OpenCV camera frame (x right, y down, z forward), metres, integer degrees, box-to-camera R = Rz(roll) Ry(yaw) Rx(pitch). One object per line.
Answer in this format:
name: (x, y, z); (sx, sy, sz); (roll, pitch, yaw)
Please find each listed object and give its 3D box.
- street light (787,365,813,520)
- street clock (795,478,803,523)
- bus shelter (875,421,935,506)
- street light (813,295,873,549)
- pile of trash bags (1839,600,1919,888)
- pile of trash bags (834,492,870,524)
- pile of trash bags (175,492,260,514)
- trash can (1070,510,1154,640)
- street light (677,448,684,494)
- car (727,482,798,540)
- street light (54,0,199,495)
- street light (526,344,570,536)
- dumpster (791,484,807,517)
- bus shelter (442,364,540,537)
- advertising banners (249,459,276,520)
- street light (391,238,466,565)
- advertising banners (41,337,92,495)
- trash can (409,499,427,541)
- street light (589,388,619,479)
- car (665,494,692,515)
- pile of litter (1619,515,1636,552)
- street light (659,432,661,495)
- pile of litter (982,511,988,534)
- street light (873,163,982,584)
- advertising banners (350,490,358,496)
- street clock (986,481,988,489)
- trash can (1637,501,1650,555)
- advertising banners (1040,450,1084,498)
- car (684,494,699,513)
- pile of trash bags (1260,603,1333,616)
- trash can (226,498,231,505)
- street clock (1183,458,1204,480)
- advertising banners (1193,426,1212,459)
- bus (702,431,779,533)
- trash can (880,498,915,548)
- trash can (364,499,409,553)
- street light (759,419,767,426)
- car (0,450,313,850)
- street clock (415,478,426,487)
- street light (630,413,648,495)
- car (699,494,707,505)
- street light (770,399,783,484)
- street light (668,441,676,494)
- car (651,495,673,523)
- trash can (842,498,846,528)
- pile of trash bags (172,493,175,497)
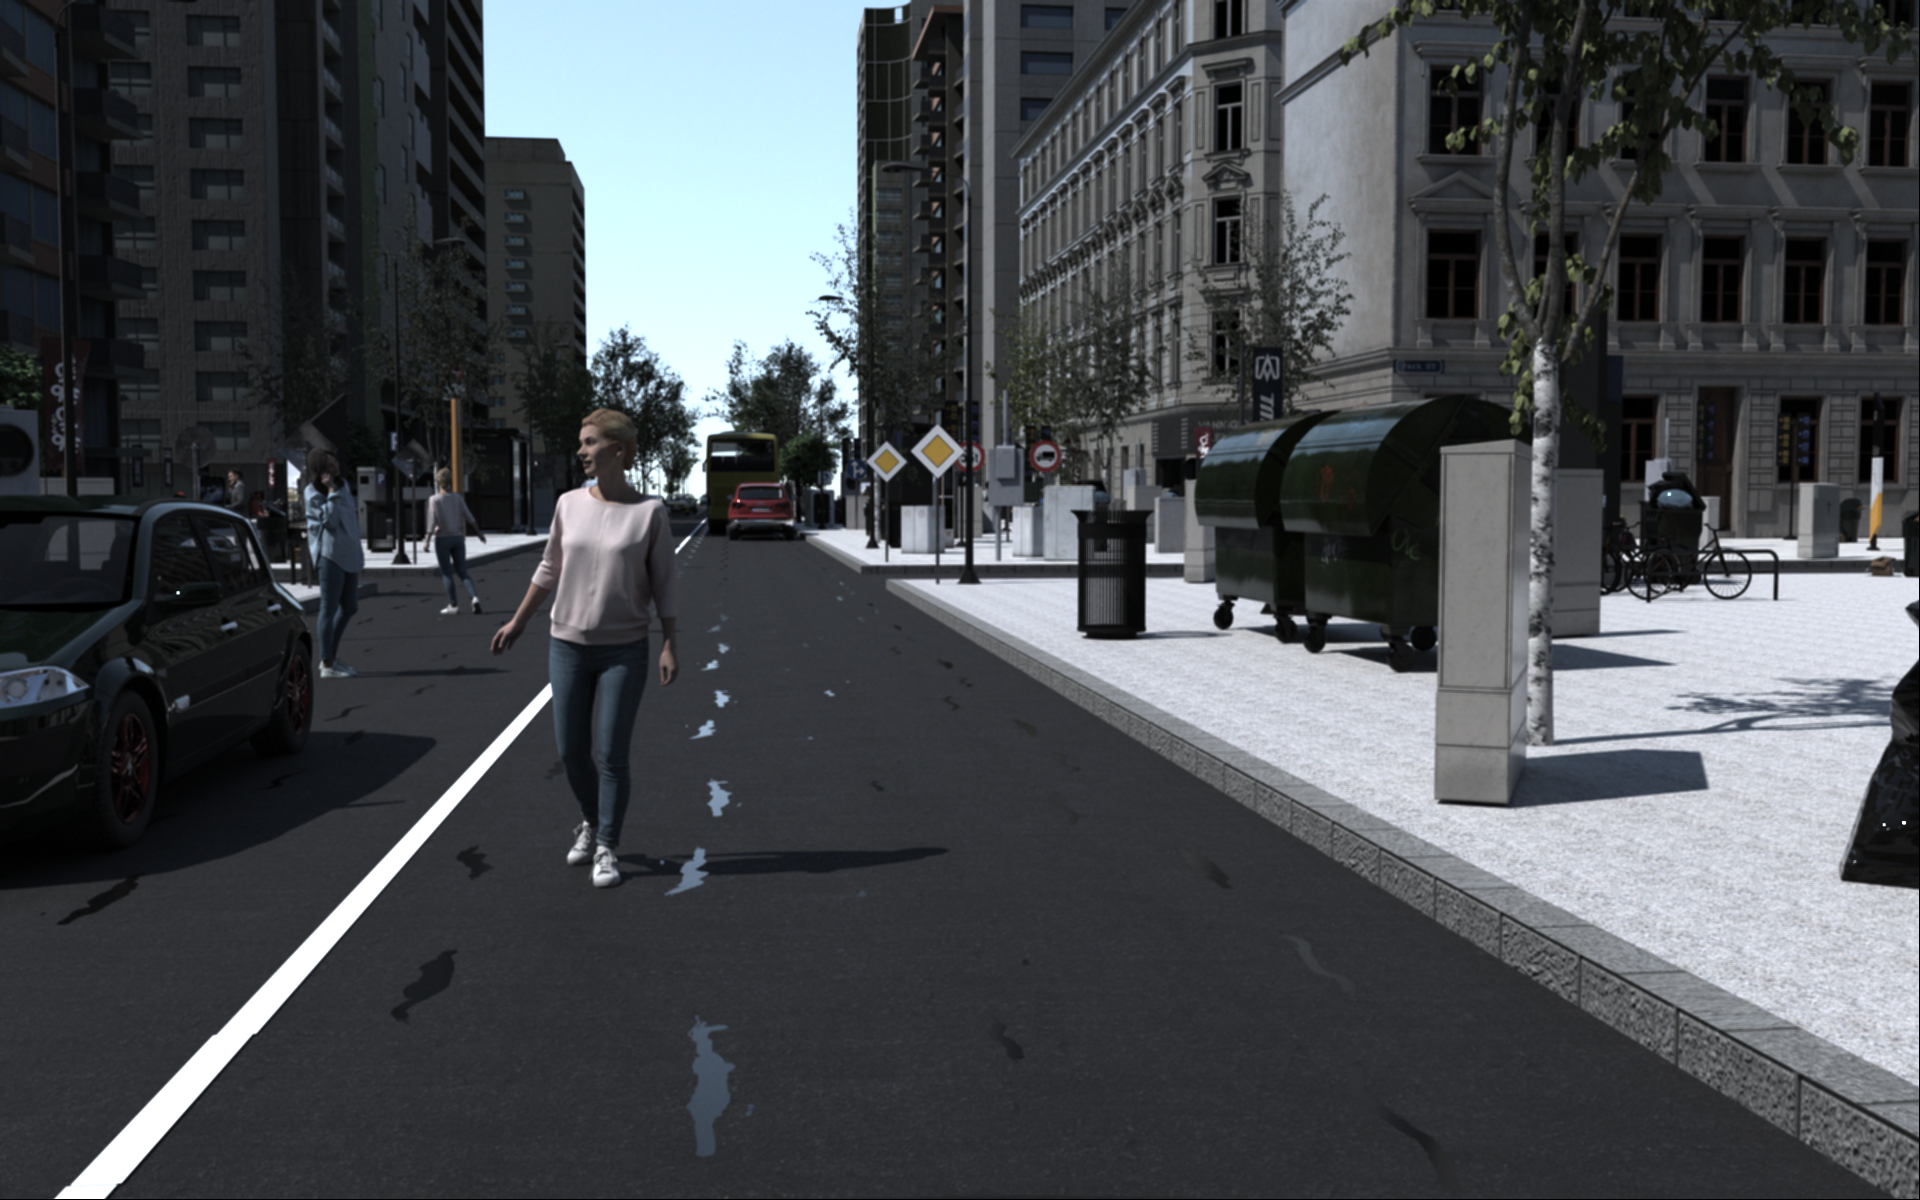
street light: (-5.544, -5.512, 62.655); (1.470, 5.913, 1.316); (0, 4, -8)
street clock: (-7.121, -4.405, 76.599); (0.358, 2.002, 0.471); (0, 4, 8)
bus shelter: (-1.853, -4.055, 57.576); (1.731, 3.624, 6.357); (0, 4, -8)
street light: (-2.604, -4.166, 40.647); (1.470, 5.913, 1.316); (0, 4, -8)
pile of trash bags: (4.397, 0.290, 5.006); (1.912, 1.369, 3.447); (-2, 4, -29)
pile of trash bags: (-4.584, -4.017, 75.425); (1.912, 1.369, 3.447); (1, 4, 20)
pile of trash bags: (-29.423, -3.664, 69.665); (1.912, 1.369, 3.447); (1, 4, 17)
trash can: (1.355, -0.232, 15.454); (0.748, 1.137, 0.748); (0, 3, 0)
street light: (-28.749, -12.311, 173.820); (1.470, 5.913, 1.316); (0, 4, -8)
car: (-6.327, -2.857, 55.381); (2.281, 1.827, 5.304); (0, 4, -6)
street light: (-7.659, -2.654, 15.941); (1.470, 5.913, 1.316); (0, 4, -8)
street light: (-12.725, -4.954, 53.533); (1.470, 5.913, 1.316); (0, 4, -8)
dumpster: (-8.955, -5.442, 94.737); (1.264, 1.857, 1.865); (0, 4, -8)
bus shelter: (-15.222, -4.805, 56.193); (2.179, 5.291, 8.768); (0, 4, -8)
advertising banners: (-34.746, -5.488, 85.910); (2.074, 3.025, 0.090); (1, 4, 17)
street light: (-9.671, -3.609, 31.540); (1.470, 5.913, 1.316); (0, 4, -8)
advertising banners: (-10.582, -1.394, 18.984); (2.074, 3.025, 0.090); (-3, 5, -43)
trash can: (-14.947, -2.185, 47.377); (0.748, 1.137, 0.748); (0, 3, 0)
street light: (-15.686, -6.337, 76.152); (1.470, 5.913, 1.316); (0, 4, -8)
car: (-19.217, -6.555, 117.394); (2.015, 1.641, 3.980); (-1, 4, -9)
pile of litter: (14.410, -1.514, 38.724); (1.719, 0.858, 1.176); (-2, 4, -24)
street light: (-22.809, -9.583, 129.224); (1.470, 5.913, 1.316); (0, 4, -8)
pile of litter: (0.307, -2.613, 56.684); (1.176, 0.858, 1.719); (0, 4, -4)
street light: (-0.404, -3.181, 24.544); (1.470, 5.913, 1.316); (0, 4, -8)
advertising banners: (-22.170, -4.093, 63.112); (2.074, 3.025, 0.090); (-2, 4, -29)
street clock: (1.647, -5.532, 95.022); (0.471, 2.002, 0.358); (3, 5, 41)
trash can: (14.761, -1.536, 36.767); (0.748, 1.137, 0.748); (0, 3, 0)
advertising banners: (3.930, -4.395, 68.052); (2.074, 3.025, 0.090); (-1, 4, -21)
car: (-20.740, -7.255, 130.422); (2.131, 1.459, 4.920); (0, 4, -7)
pile of trash bags: (4.706, -0.598, 19.535); (1.912, 1.369, 3.447); (2, 4, 28)
trash can: (-27.730, -3.278, 65.253); (0.748, 1.137, 0.748); (0, 3, 0)
street clock: (4.707, -1.836, 34.596); (0.471, 2.002, 0.358); (3, 5, 43)
advertising banners: (6.911, -2.937, 44.213); (2.074, 3.025, 0.090); (2, 4, 30)
bus: (-8.454, -4.585, 66.512); (2.896, 3.916, 12.252); (-1, 4, -8)
trash can: (-1.437, -1.812, 41.284); (0.748, 1.137, 0.748); (0, 3, 0)
trash can: (-12.723, -1.616, 38.082); (0.748, 1.137, 0.748); (0, 3, 0)
street light: (-11.512, -8.221, 106.952); (1.470, 5.913, 1.316); (0, 4, -8)
car: (-4.335, 0.102, 8.117); (2.009, 1.686, 4.222); (0, 4, -7)
street clock: (-24.328, -4.500, 78.147); (0.471, 2.002, 0.358); (-2, 4, -26)
street light: (-18.883, -7.771, 99.598); (1.470, 5.913, 1.316); (0, 4, -8)
car: (-32.725, -13.010, 224.518); (2.131, 1.459, 4.920); (0, 4, -6)
street light: (-8.549, -6.862, 84.736); (1.470, 5.913, 1.316); (0, 4, -8)
street light: (-25.819, -10.965, 151.811); (1.470, 5.913, 1.316); (0, 4, -8)
car: (-12.497, -3.504, 69.294); (2.014, 1.417, 4.499); (0, 4, -8)
trash can: (-4.153, -3.317, 65.878); (0.748, 1.137, 0.748); (0, 3, 0)
pile of trash bags: (-34.192, -4.236, 79.007); (3.447, 1.369, 1.912); (0, 4, -2)
